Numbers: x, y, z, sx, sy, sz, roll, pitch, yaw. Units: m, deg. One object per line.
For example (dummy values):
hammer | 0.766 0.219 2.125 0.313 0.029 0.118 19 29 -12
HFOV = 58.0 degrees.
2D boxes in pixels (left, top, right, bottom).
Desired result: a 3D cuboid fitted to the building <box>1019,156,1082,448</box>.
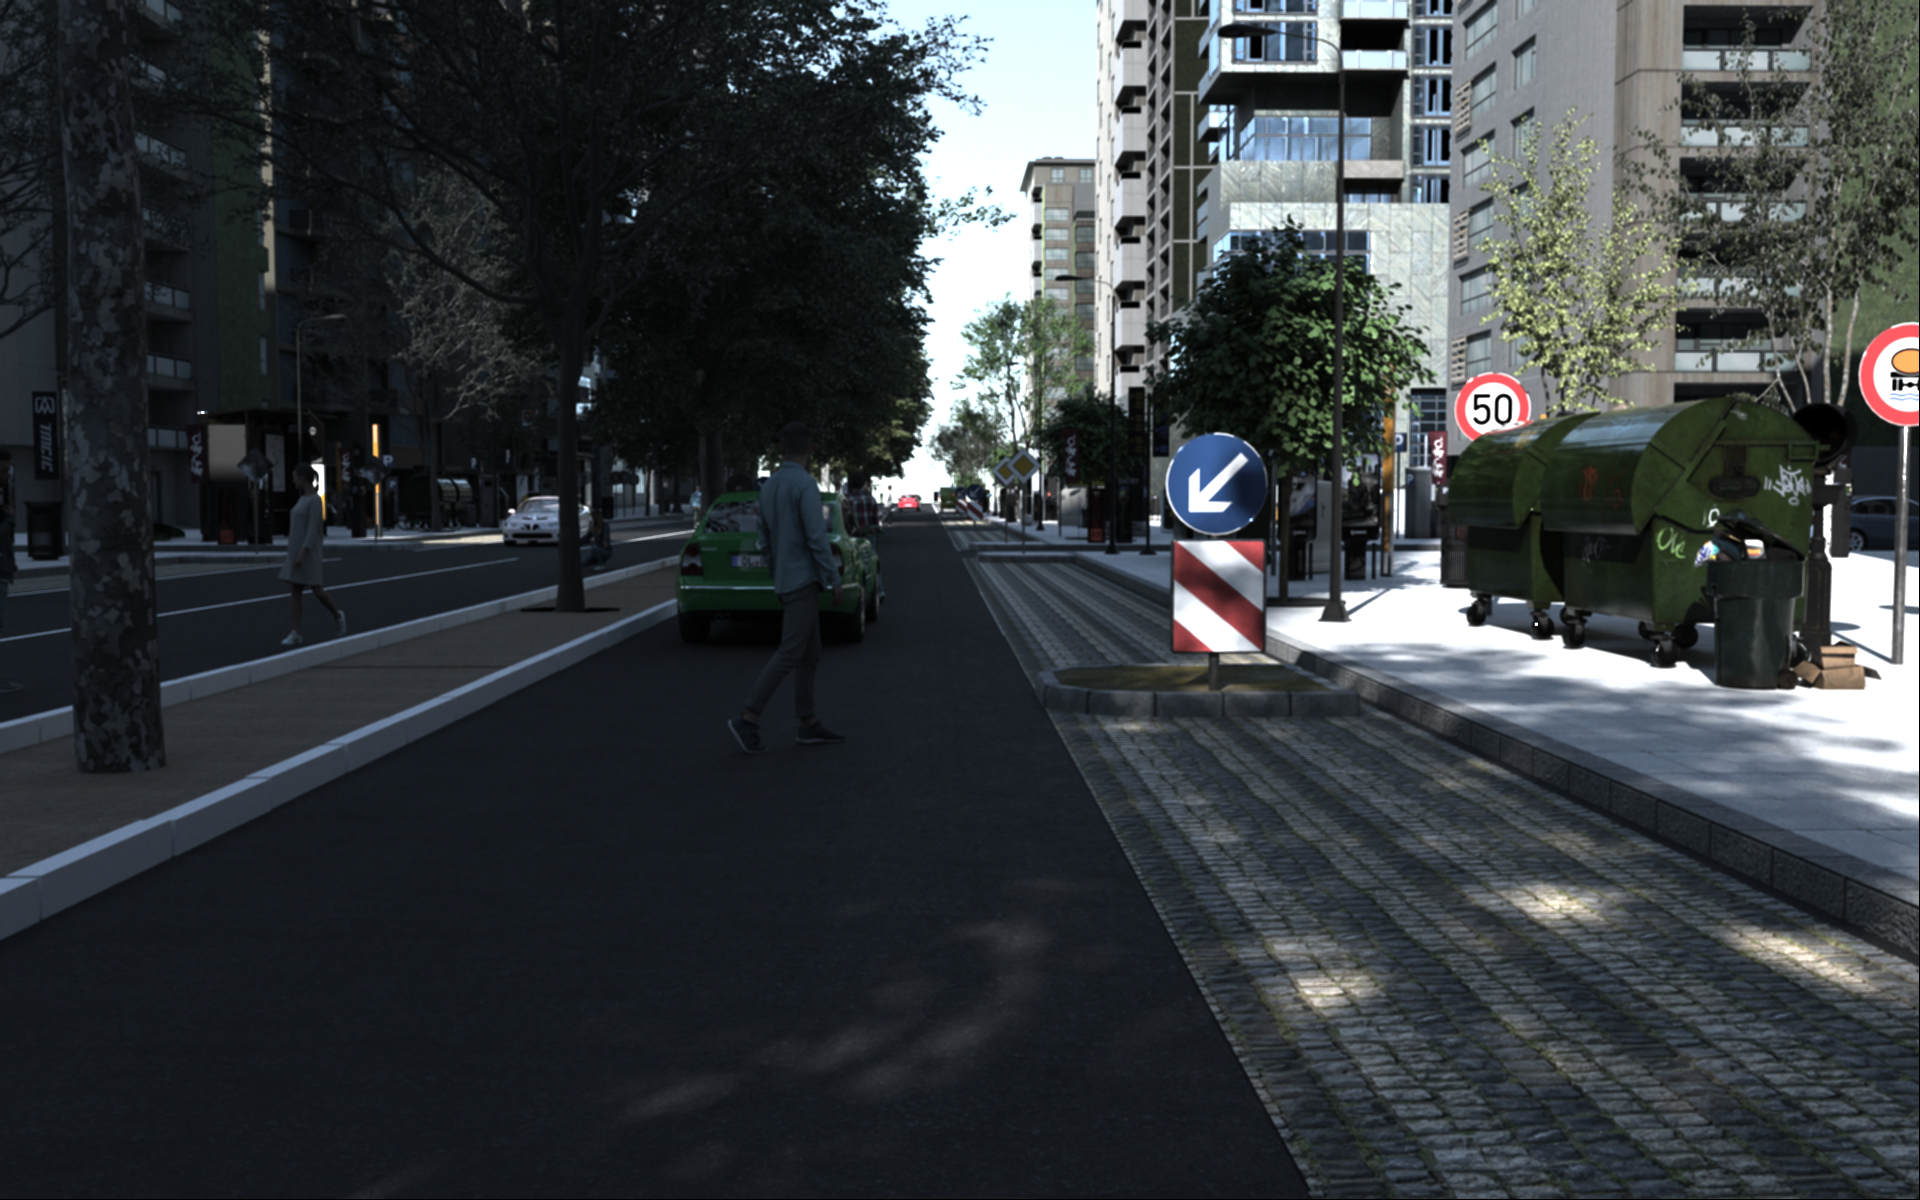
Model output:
building | 24.046 -41.387 265.919 28.713 52.752 27.495 0 4 -1

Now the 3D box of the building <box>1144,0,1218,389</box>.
building | 23.503 -42.437 132.102 20.563 71.187 20.611 0 4 -1

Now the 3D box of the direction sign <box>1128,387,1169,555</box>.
direction sign | 3.980 -2.727 36.577 0.876 3.537 0.379 1 4 20

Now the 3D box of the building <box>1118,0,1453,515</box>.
building | 22.071 -48.068 98.582 22.319 86.520 31.000 0 4 -1

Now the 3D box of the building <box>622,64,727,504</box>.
building | -42.866 -41.924 227.448 21.231 58.520 28.212 0 4 -1

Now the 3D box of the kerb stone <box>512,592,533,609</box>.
kerb stone | -5.558 0.030 21.699 0.120 0.150 1.000 0 4 -1

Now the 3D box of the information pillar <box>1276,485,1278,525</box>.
information pillar | 13.524 -4.980 72.771 0.504 3.616 0.183 1 4 15

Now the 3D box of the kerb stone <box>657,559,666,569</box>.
kerb stone | -5.775 -0.655 32.972 0.120 0.150 1.000 0 4 -1

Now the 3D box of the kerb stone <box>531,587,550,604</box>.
kerb stone | -5.580 -0.032 22.724 0.120 0.150 1.000 0 4 -1

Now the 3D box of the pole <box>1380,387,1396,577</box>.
pole | 6.644 -2.019 26.854 0.158 3.312 0.155 0 3 0

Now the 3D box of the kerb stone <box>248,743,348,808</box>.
kerb stone | -3.201 0.849 8.379 0.120 0.150 1.000 0 4 -1

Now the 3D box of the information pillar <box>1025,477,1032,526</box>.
information pillar | 2.699 -4.006 69.982 0.304 2.012 0.304 -3 4 -36

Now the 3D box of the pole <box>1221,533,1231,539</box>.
pole | 4.675 -2.228 30.278 0.158 3.312 0.155 0 3 0

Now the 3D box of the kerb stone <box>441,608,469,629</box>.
kerb stone | -5.500 0.218 18.624 0.120 0.150 1.000 0 4 -1

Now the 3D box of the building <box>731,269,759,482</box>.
building | -39.145 -35.876 270.161 14.154 41.232 14.086 0 4 -1

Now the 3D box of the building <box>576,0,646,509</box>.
building | -41.537 -51.963 162.265 22.319 86.520 31.000 0 4 -1

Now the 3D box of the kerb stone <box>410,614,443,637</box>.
kerb stone | -5.484 0.282 17.599 0.120 0.150 1.000 0 4 -1

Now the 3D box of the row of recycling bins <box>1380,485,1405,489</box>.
row of recycling bins | 19.224 -4.227 76.218 3.534 1.692 1.069 1 4 23

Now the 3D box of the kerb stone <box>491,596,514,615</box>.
kerb stone | -5.538 0.093 20.677 0.120 0.150 1.000 0 4 -1

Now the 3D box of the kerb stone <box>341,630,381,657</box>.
kerb stone | -5.443 0.407 15.549 0.120 0.150 1.000 0 4 -1

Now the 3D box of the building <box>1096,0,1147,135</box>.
building | 26.865 -34.710 156.742 28.713 52.752 27.495 0 4 -1

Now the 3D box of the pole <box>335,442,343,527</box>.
pole | -24.318 -4.525 67.820 0.158 3.312 0.155 0 3 0

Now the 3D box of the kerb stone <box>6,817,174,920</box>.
kerb stone | -3.158 0.971 6.325 0.120 0.150 1.000 0 4 -1

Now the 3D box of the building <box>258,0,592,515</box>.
building | -41.123 -29.299 133.664 22.147 44.769 28.867 0 4 -1

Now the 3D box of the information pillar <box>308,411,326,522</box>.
information pillar | -18.138 -3.518 48.870 0.504 3.616 0.183 1 4 20

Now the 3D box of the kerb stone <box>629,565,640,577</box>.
kerb stone | -5.713 -0.470 29.901 0.120 0.150 1.000 0 4 -1

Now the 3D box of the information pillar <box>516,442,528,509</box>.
information pillar | -19.625 -5.274 77.586 0.504 3.616 0.183 -2 4 -26

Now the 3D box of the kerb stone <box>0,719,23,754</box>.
kerb stone | -5.316 0.784 9.403 0.120 0.150 1.000 0 4 -1

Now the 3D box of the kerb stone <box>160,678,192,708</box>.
kerb stone | -5.368 0.657 11.450 0.120 0.150 1.000 0 4 -1

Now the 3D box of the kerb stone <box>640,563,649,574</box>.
kerb stone | -5.740 -0.534 30.923 0.120 0.150 1.000 0 4 -1

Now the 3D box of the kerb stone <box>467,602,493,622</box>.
kerb stone | -5.515 0.155 19.654 0.120 0.150 1.000 0 4 -1

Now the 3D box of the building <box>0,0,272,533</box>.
building | -34.251 -23.081 60.975 14.154 41.232 14.086 0 4 -1

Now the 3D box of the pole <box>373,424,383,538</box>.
pole | -17.082 -3.483 50.796 0.158 3.312 0.155 0 3 0

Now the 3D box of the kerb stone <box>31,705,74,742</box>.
kerb stone | -5.337 0.722 10.425 0.120 0.150 1.000 0 4 -1

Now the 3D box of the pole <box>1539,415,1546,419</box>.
pole | 14.955 -3.099 44.512 0.158 3.312 0.155 0 3 0

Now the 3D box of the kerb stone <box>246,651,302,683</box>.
kerb stone | -5.396 0.535 13.503 0.120 0.150 1.000 0 4 -1

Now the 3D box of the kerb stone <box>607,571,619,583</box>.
kerb stone | -5.678 -0.344 27.851 0.120 0.150 1.000 0 4 -1

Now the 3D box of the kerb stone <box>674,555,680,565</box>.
kerb stone | -5.814 -0.785 35.023 0.120 0.150 1.000 0 4 -1

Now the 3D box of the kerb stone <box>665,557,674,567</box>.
kerb stone | -5.807 -0.722 34.000 0.120 0.150 1.000 0 4 -1

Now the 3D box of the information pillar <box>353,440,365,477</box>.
information pillar | -25.717 -5.062 74.120 0.504 3.616 0.183 -2 4 -26

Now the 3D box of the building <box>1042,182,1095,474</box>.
building | 17.718 -33.383 229.410 14.154 41.232 14.086 0 4 -1

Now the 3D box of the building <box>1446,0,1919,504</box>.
building | 27.175 -23.281 64.232 14.086 41.232 14.154 0 4 -1

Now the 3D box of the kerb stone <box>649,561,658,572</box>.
kerb stone | -5.759 -0.597 31.950 0.120 0.150 1.000 0 4 -1

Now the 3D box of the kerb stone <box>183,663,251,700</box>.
kerb stone | -5.381 0.594 12.479 0.120 0.150 1.000 0 4 -1

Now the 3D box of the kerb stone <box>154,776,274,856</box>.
kerb stone | -3.172 0.915 7.347 0.120 0.150 1.000 0 4 -1

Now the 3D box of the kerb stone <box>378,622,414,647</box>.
kerb stone | -5.457 0.344 16.577 0.120 0.150 1.000 0 4 -1

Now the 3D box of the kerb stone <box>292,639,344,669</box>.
kerb stone | -5.421 0.469 14.525 0.120 0.150 1.000 0 4 -1

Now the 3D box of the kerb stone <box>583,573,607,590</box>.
kerb stone | -5.661 -0.283 26.828 0.120 0.150 1.000 0 4 -1

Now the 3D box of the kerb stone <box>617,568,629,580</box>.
kerb stone | -5.702 -0.407 28.874 0.120 0.150 1.000 0 4 -1

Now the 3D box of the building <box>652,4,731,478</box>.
building | -42.037 -49.737 251.448 20.563 71.187 20.611 0 4 -1

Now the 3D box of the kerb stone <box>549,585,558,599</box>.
kerb stone | -5.597 -0.095 23.746 0.120 0.150 1.000 0 4 -1

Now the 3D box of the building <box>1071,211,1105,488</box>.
building | 18.345 -24.889 178.630 14.160 30.474 14.107 0 4 -1

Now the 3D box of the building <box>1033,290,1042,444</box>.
building | 17.245 -28.961 245.210 14.160 30.474 14.107 0 4 -1

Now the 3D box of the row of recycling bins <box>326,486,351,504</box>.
row of recycling bins | -28.287 -4.184 75.526 3.534 1.692 1.069 -1 4 -15

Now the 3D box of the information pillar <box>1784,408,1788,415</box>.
information pillar | 22.413 -3.422 47.310 0.504 3.616 0.183 -3 4 -37

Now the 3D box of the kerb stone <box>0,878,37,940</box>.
kerb stone | -3.136 1.037 5.302 0.120 0.150 1.000 0 4 -1
